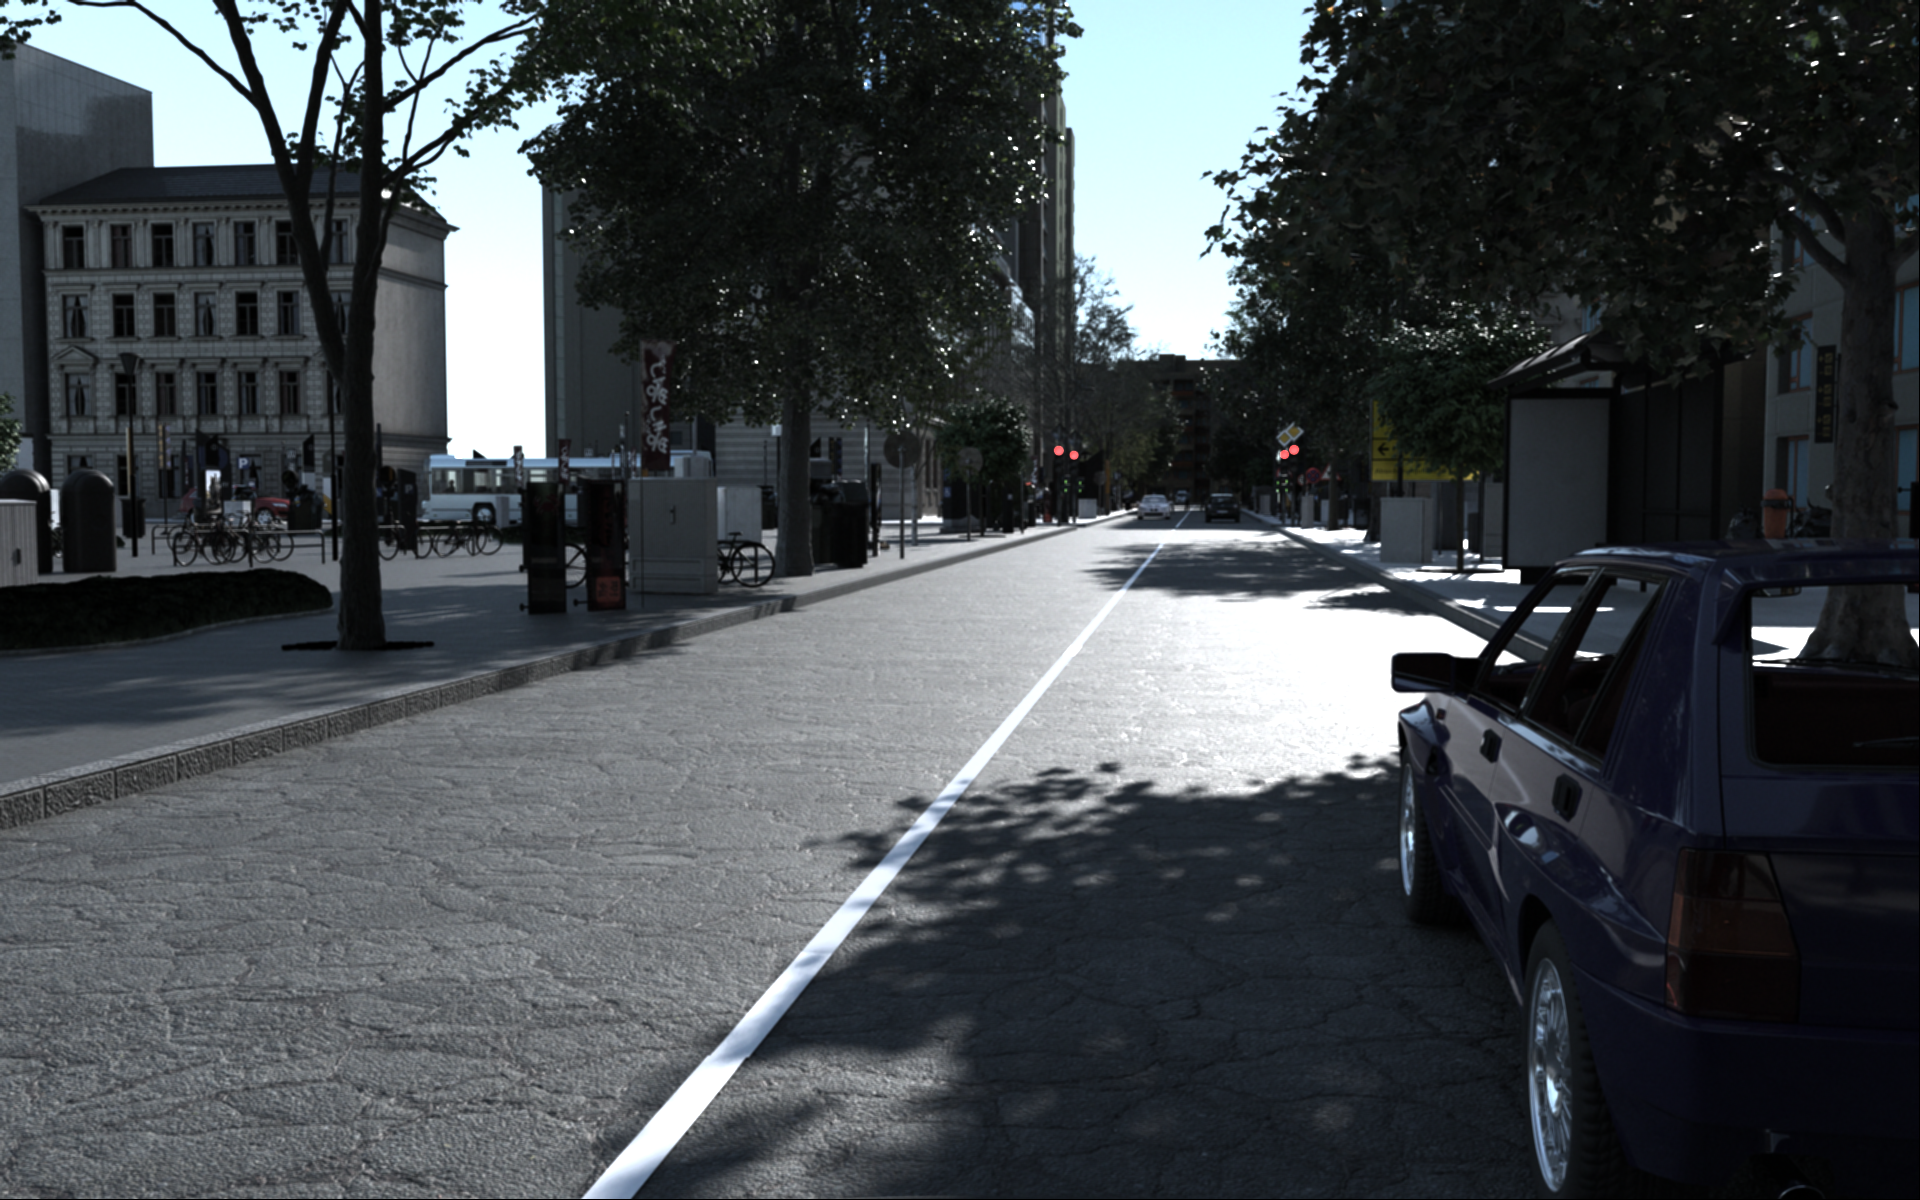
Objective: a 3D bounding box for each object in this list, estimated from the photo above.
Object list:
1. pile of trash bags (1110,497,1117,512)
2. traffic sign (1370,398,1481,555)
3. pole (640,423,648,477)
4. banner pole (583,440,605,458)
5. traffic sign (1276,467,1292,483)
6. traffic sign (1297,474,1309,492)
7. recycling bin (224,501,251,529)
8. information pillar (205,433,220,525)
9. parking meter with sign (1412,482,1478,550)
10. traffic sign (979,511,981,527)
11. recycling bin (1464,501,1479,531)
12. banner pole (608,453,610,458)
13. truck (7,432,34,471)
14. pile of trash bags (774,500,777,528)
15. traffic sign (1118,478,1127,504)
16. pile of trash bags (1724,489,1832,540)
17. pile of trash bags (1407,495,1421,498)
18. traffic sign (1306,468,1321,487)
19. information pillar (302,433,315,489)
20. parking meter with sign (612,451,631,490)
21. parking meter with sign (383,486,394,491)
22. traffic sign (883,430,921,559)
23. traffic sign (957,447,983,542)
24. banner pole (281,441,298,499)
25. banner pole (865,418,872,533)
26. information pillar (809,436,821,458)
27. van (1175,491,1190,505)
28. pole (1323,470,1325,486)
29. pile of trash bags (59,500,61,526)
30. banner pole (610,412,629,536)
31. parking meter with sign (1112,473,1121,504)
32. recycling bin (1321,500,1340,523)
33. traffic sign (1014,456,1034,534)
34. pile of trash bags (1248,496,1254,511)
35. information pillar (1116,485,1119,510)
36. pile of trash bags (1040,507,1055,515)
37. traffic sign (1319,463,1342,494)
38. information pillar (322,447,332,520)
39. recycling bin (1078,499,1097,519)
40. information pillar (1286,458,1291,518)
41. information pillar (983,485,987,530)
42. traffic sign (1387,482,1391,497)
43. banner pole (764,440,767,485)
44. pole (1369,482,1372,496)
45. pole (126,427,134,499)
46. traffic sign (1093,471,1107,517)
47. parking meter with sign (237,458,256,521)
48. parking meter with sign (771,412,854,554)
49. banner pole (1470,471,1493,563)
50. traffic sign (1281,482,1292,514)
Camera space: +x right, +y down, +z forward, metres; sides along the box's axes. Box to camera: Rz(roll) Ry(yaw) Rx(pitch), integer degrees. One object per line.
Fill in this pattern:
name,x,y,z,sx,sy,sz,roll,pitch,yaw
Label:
pile of trash bags,10.274,-7.156,126.752,1.912,1.369,3.447,1,4,23
traffic sign,9.764,-2.598,36.354,2.265,3.308,0.079,1,4,13
pole,-7.759,-2.981,42.585,0.158,3.312,0.155,0,3,0
banner pole,-16.923,-5.486,79.714,0.863,3.779,0.401,1,4,13
traffic sign,14.707,-4.796,78.517,0.768,2.556,0.104,1,4,17
traffic sign,21.338,-6.581,107.703,0.768,2.556,0.104,1,4,16
recycling bin,-26.985,-3.189,64.700,0.722,1.027,0.722,0,4,3
information pillar,-28.517,-4.572,66.100,0.504,3.616,0.183,-2,4,-31
parking meter with sign,11.164,-2.648,39.559,1.738,3.016,0.543,0,4,-5
traffic sign,0.657,-3.561,58.334,0.768,2.556,0.104,1,4,11
recycling bin,17.994,-2.966,61.045,0.722,1.027,0.722,-1,4,-9
banner pole,-18.783,-6.330,93.512,0.401,3.779,0.863,1,4,21
truck,-48.213,-5.520,79.157,11.283,4.237,2.839,0,4,7
pile of trash bags,-7.600,-3.470,66.485,1.912,1.369,3.447,-1,4,-12
traffic sign,12.675,-8.258,135.122,0.768,2.556,0.104,1,4,9
pile of trash bags,14.798,-1.322,31.366,1.912,1.369,3.447,2,4,25
pile of trash bags,26.219,-5.642,101.992,3.447,1.369,1.912,0,4,7
traffic sign,17.030,-5.105,83.568,0.768,2.556,0.104,1,4,13
information pillar,-24.928,-4.586,66.337,0.183,3.616,0.504,3,5,41
parking meter with sign,-13.720,-4.497,69.788,0.543,3.016,1.738,1,4,15
parking meter with sign,-28.287,-5.461,85.549,1.738,3.016,0.543,-1,4,-22
traffic sign,-1.151,-2.095,34.366,0.768,2.556,0.104,1,4,10
traffic sign,0.236,-2.846,46.645,0.768,2.556,0.104,1,4,15
banner pole,-31.953,-5.652,82.435,0.863,3.779,0.401,0,4,-2
banner pole,-3.070,-4.112,57.251,0.401,3.779,0.863,-1,4,-14
information pillar,-5.871,-4.831,70.340,0.504,3.616,0.183,-2,4,-26
van,28.796,-13.286,224.241,2.013,2.044,4.112,0,4,8
pole,30.727,-9.314,146.121,0.158,3.312,0.155,0,3,0
pile of trash bags,-36.849,-3.629,69.094,1.912,1.369,3.447,0,4,-6
banner pole,-10.301,-3.864,53.187,0.401,3.779,0.863,-2,4,-30
parking meter with sign,12.780,-8.946,142.527,0.543,3.016,1.738,1,4,19
recycling bin,16.237,-3.874,75.896,0.722,1.027,0.722,1,4,21
traffic sign,2.024,-3.427,56.138,0.768,2.556,0.104,1,4,10
pile of trash bags,23.480,-7.686,135.422,1.912,1.369,3.447,1,4,11
information pillar,12.599,-8.159,137.891,0.304,2.012,0.304,0,4,1
pile of trash bags,5.388,-5.974,107.423,1.912,1.369,3.447,0,4,-2
traffic sign,14.343,-4.109,67.181,0.884,2.594,0.081,1,4,13
information pillar,-31.620,-5.831,86.694,0.504,3.616,0.183,0,4,-2
recycling bin,6.601,-4.712,89.593,0.722,1.027,0.722,-2,4,-31
information pillar,17.839,-6.273,93.923,0.183,3.616,0.504,-1,4,-15
information pillar,0.731,-3.460,61.055,0.304,2.012,0.304,3,4,37
traffic sign,9.763,-2.403,39.391,0.768,2.556,0.104,1,4,10
banner pole,-9.012,-5.511,80.115,0.401,3.779,0.863,0,4,1
pole,28.183,-7.651,118.942,0.158,3.312,0.155,0,3,0
pole,-25.411,-3.624,53.098,0.158,3.312,0.155,0,3,0
traffic sign,7.773,-5.889,96.393,0.768,2.556,0.104,1,4,14
parking meter with sign,-33.726,-5.254,82.164,0.543,3.016,1.738,-3,5,-39
parking meter with sign,-3.043,-2.450,36.318,1.738,3.016,0.543,-2,4,-30
banner pole,9.685,-2.560,31.874,0.401,3.779,0.863,0,4,4
traffic sign,21.269,-6.890,112.653,0.884,2.594,0.081,1,4,14
